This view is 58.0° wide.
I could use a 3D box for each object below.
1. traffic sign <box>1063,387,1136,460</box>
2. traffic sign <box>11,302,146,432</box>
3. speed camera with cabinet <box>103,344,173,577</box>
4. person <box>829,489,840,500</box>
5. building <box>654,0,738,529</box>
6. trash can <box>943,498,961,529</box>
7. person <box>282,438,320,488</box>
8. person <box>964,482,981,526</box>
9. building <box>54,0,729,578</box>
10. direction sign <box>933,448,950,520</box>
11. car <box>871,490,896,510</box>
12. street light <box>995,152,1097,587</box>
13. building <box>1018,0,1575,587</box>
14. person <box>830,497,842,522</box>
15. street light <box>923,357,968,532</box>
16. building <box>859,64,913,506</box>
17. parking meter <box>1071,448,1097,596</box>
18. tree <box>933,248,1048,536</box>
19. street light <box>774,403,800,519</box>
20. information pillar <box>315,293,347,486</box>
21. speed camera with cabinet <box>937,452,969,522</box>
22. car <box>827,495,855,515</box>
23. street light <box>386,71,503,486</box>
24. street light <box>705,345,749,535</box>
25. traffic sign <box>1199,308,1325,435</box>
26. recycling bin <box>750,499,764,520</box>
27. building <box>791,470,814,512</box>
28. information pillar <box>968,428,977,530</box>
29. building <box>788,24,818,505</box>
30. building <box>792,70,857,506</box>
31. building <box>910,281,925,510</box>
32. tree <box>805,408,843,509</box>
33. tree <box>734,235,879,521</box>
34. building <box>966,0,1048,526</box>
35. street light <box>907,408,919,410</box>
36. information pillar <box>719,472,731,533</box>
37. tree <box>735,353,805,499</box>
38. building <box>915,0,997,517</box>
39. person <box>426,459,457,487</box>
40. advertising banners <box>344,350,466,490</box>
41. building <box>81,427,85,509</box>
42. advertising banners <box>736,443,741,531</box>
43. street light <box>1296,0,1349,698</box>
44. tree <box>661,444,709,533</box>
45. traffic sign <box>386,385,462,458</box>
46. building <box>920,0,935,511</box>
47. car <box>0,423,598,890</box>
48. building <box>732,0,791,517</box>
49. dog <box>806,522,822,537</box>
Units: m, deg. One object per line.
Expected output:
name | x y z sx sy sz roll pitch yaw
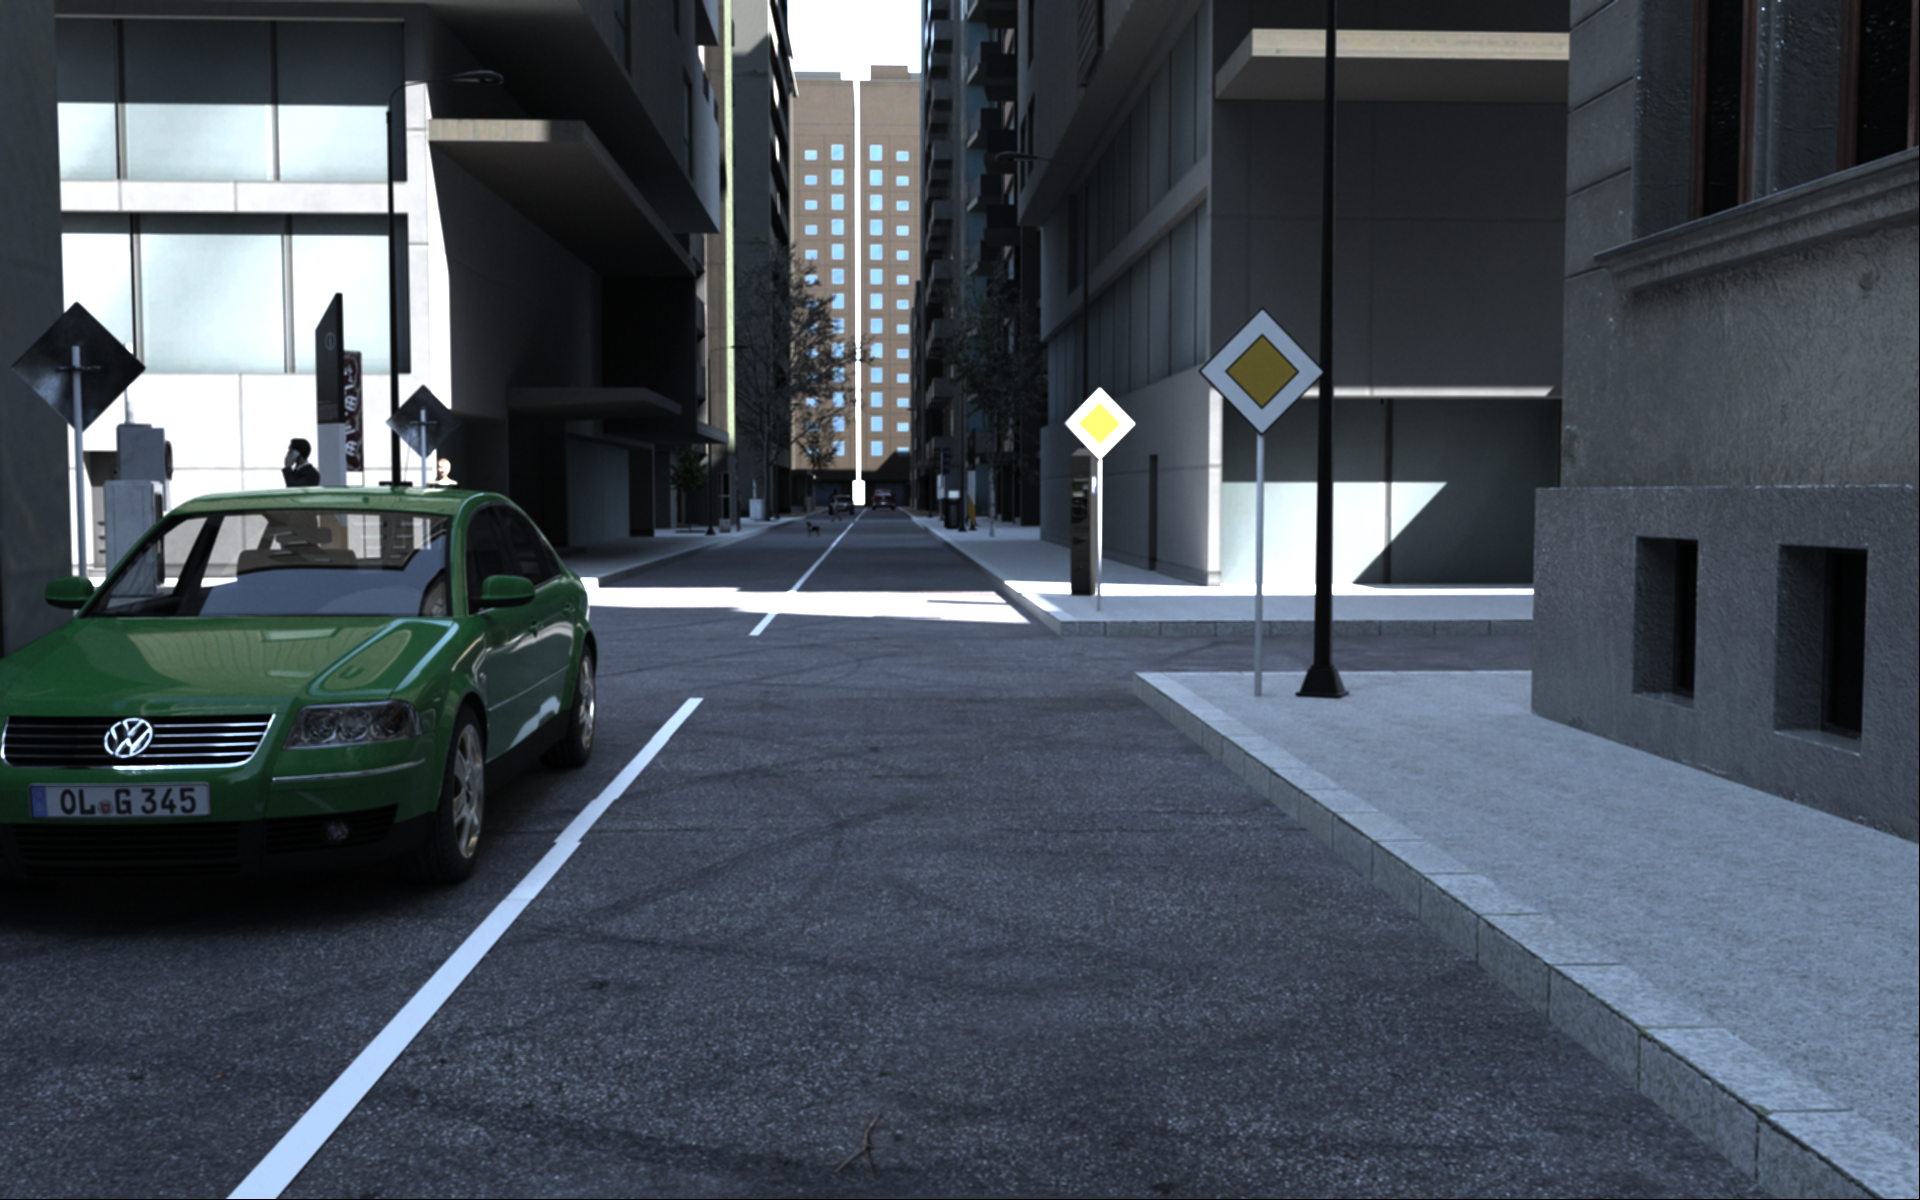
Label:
traffic sign | 1.539 -1.021 18.877 0.795 2.593 0.064 0 4 -3
traffic sign | -5.376 -0.513 10.582 0.795 2.593 0.064 0 4 -3
speed camera with cabinet | -10.554 -1.709 22.279 0.660 3.252 2.038 -1 4 -18
person | -9.674 -7.728 134.810 1.348 1.831 0.705 2 4 27
building | -16.223 -18.015 66.248 14.160 30.474 14.107 0 4 -3
trash can | -0.281 -3.180 63.641 0.748 1.137 0.748 0 3 0
person | -7.468 -0.859 19.450 0.648 1.900 0.474 3 4 37
person | 0.495 -3.878 69.626 0.728 1.800 0.709 1 4 21
building | -19.670 -27.363 36.630 28.713 52.752 27.495 0 4 -3
direction sign | -0.898 -5.702 85.229 0.876 3.537 0.379 1 4 23
car | -6.811 -8.893 154.073 2.281 1.827 5.304 0 4 -3
street light | 1.178 -3.129 23.704 1.470 5.913 1.316 0 4 -3
building | 15.134 -27.193 33.848 27.495 52.752 28.713 0 4 -3
person | -6.403 -4.707 89.737 0.640 1.303 0.475 -2 4 -28
street light | -0.456 -5.282 58.898 1.470 5.913 1.316 0 4 -3
building | -3.499 -32.677 184.385 14.200 45.320 14.600 0 4 -3
parking meter | 1.571 -0.995 21.972 0.255 1.863 0.399 1 4 19
tree | 1.132 -6.217 52.010 4.360 8.622 3.978 0 3 0
street light | -8.839 -7.108 88.749 1.470 5.913 1.316 0 4 -3
information pillar | -7.385 -1.775 20.381 0.504 3.616 0.183 3 5 39
speed camera with cabinet | -0.322 -5.300 80.985 0.660 3.252 2.038 -2 4 -31
car | -8.242 -6.609 120.637 1.945 1.354 3.894 0 4 -2
street light | -5.718 -2.851 19.159 1.470 5.913 1.316 0 4 -3
street light | -7.254 -4.979 53.955 1.470 5.913 1.316 0 4 -3
traffic sign | 1.911 -0.533 10.901 0.795 2.593 0.064 0 4 -3
recycling bin | -10.130 -4.574 87.342 0.722 1.027 0.722 1 4 23
building | -27.204 -26.602 126.820 32.217 40.220 23.993 0 4 -3
information pillar | 0.414 -4.278 61.292 0.183 3.616 0.504 -2 4 -24
building | -27.797 -30.723 156.939 28.867 44.769 22.147 0 4 -3
building | -18.165 -32.630 183.614 14.200 45.320 14.600 0 4 -3
building | 9.597 -18.993 155.571 27.650 21.520 28.899 0 4 -3
tree | -11.981 -11.915 145.179 4.360 8.622 3.978 0 3 0
tree | -8.998 -10.457 81.338 12.009 13.543 11.850 0 3 0
building | 11.675 -25.840 77.115 22.147 44.769 28.867 0 4 -3
street light | -2.139 -7.410 93.687 1.470 5.913 1.316 0 4 -3
information pillar | -7.848 -3.257 57.747 0.304 2.012 0.304 -2 4 -27
tree | -10.608 -8.625 91.382 4.360 8.622 3.978 0 3 0
building | 9.143 -30.019 110.420 23.786 49.044 30.456 0 4 -3
person | -6.971 -1.031 23.449 0.519 1.759 0.362 -3 4 -39
advertising banners | -7.064 -1.564 21.762 0.090 3.025 2.074 2 4 34
building | -81.107 -29.058 158.685 14.086 41.232 14.154 0 4 -3
advertising banners | -7.669 -3.892 59.819 0.090 3.025 2.074 0 4 -4
street light | 1.772 -2.343 10.850 1.470 5.913 1.316 0 4 -3
tree | -9.154 -3.867 57.824 1.663 3.219 1.824 0 3 0
traffic sign | -5.748 -1.001 18.559 0.795 2.593 0.064 0 4 -3
building | 4.032 -29.538 133.054 14.600 45.320 14.200 0 4 -3
car | -2.765 0.066 7.719 1.959 1.807 4.718 0 4 -3
building | -21.467 -29.358 103.703 21.300 48.544 21.600 0 4 -3
dog | -4.934 -2.401 58.539 0.406 0.507 0.540 1 4 16
